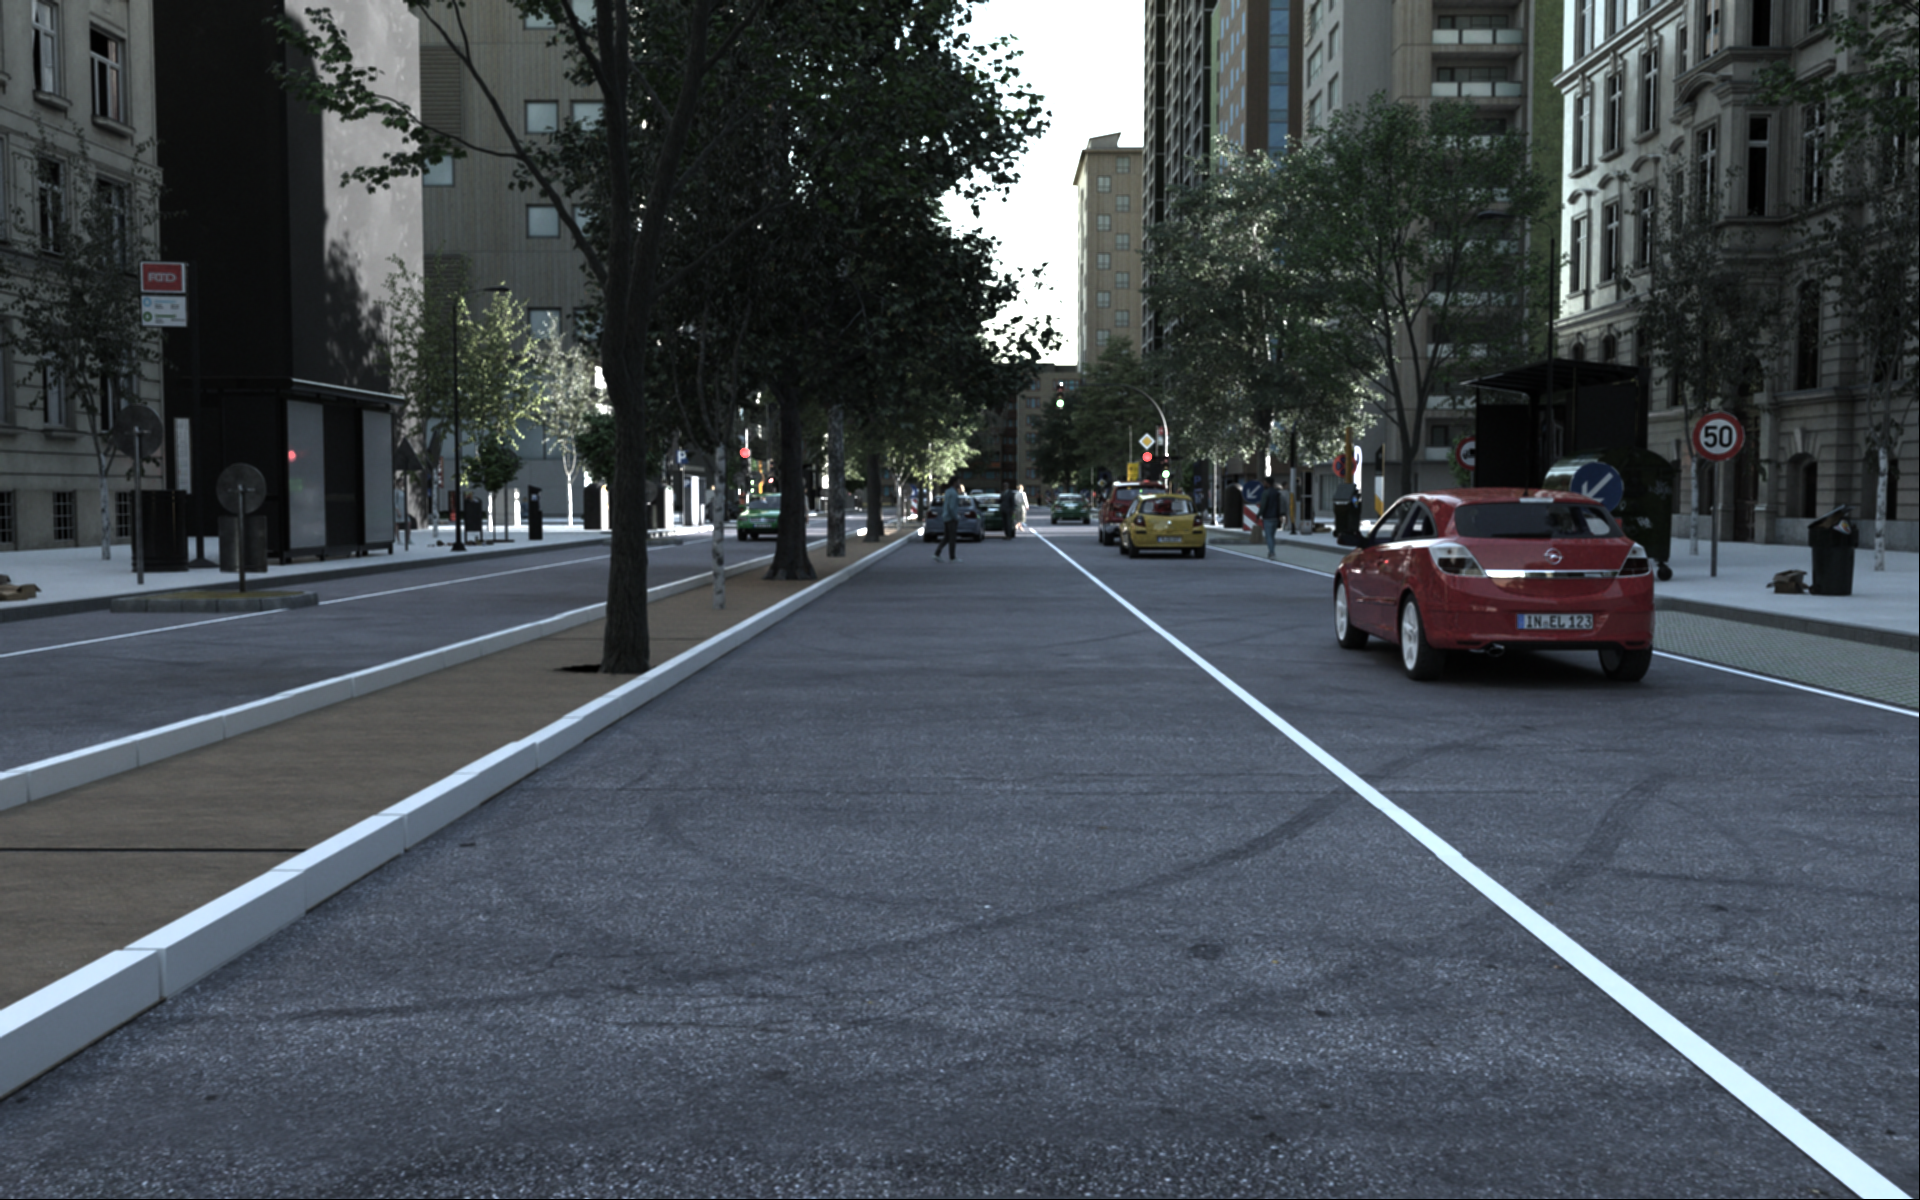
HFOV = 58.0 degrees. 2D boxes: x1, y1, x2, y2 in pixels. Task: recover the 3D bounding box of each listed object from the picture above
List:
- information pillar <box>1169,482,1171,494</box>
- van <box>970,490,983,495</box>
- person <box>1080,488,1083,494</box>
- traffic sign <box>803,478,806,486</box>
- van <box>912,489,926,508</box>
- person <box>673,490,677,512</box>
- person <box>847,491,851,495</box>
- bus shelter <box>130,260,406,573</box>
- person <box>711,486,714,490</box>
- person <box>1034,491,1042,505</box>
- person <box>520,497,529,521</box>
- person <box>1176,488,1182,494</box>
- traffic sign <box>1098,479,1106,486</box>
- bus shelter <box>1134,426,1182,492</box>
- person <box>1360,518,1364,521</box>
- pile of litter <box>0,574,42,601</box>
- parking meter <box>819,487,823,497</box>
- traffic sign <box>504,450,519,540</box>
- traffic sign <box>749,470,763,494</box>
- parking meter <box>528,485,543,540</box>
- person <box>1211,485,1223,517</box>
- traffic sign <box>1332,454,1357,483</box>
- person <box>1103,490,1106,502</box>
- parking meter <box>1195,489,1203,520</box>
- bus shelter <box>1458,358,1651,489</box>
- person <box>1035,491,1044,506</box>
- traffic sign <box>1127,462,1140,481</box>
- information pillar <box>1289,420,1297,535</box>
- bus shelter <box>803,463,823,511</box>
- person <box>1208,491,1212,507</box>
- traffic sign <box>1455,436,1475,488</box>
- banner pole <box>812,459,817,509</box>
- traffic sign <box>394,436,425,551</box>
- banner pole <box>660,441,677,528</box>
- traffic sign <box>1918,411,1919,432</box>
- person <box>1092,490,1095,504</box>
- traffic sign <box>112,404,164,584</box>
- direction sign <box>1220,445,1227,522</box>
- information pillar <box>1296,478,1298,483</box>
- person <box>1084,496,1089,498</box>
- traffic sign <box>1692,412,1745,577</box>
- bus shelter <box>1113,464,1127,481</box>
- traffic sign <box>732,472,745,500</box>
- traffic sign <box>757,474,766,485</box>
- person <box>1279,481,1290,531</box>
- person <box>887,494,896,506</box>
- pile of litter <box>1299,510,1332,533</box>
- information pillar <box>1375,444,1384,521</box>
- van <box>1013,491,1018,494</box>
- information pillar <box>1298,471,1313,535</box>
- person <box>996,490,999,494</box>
[{"bbox_3d":[12.615,-6.168,105.339,0.304,2.012,0.304,-1,4,-14],"label":"information pillar"},{"bbox_3d":[1.828,-11.019,187.177,2.013,2.044,4.112,0,4,0],"label":"van"},{"bbox_3d":[12.146,-10.069,170.534,0.599,1.838,0.709,-1,4,-9],"label":"person"},{"bbox_3d":[-11.773,-7.831,128.138,0.768,2.556,0.104,0,4,2],"label":"traffic sign"},{"bbox_3d":[-3.411,-8.708,149.389,2.013,2.044,4.112,0,4,2],"label":"van"},{"bbox_3d":[-20.123,-6.958,121.613,0.589,1.601,0.330,-3,5,-42],"label":"person"},{"bbox_3d":[-14.797,-13.604,229.157,0.721,1.739,1.217,-3,4,-39],"label":"person"},{"bbox_3d":[-12.950,-3.356,32.502,2.179,5.291,8.768,0,4,1],"label":"bus shelter"},{"bbox_3d":[-15.222,-6.170,107.132,0.699,1.804,1.509,0,4,3],"label":"person"},{"bbox_3d":[10.392,-13.533,229.705,1.348,1.831,0.705,-2,4,-34],"label":"person"},{"bbox_3d":[-21.177,-4.412,83.677,0.738,1.151,1.012,3,4,37],"label":"person"},{"bbox_3d":[14.907,-6.839,117.837,0.573,1.828,0.580,-1,4,-21],"label":"person"},{"bbox_3d":[11.920,-8.897,145.205,0.795,2.593,0.064,1,4,10],"label":"traffic sign"},{"bbox_3d":[11.271,-7.467,99.719,2.179,5.291,8.768,0,4,1],"label":"bus shelter"},{"bbox_3d":[18.415,-4.542,80.702,0.834,1.777,0.661,2,4,25],"label":"person"},{"bbox_3d":[-11.954,-0.448,21.283,1.176,0.858,1.719,-1,4,-18],"label":"pile of litter"},{"bbox_3d":[-11.088,-8.116,138.414,0.255,1.863,0.399,-3,5,-42],"label":"parking meter"},{"bbox_3d":[-12.652,-2.944,48.247,0.768,2.556,0.104,0,4,7],"label":"traffic sign"},{"bbox_3d":[-10.997,-5.694,93.206,0.768,2.556,0.104,0,4,5],"label":"traffic sign"},{"bbox_3d":[-11.897,-2.453,48.522,0.372,1.533,0.369,0,3,0],"label":"parking meter"},{"bbox_3d":[14.340,-5.534,96.790,0.678,1.792,0.850,3,5,44],"label":"person"},{"bbox_3d":[12.161,-3.345,54.791,0.768,2.556,0.104,1,4,10],"label":"traffic sign"},{"bbox_3d":[11.576,-8.003,138.705,0.330,1.601,0.589,2,4,32],"label":"person"},{"bbox_3d":[10.978,-4.354,79.596,0.372,1.533,0.369,0,3,0],"label":"parking meter"},{"bbox_3d":[11.153,-2.550,32.983,1.731,3.624,6.357,0,4,1],"label":"bus shelter"},{"bbox_3d":[9.287,-11.820,201.770,1.348,1.823,0.705,3,5,39],"label":"person"},{"bbox_3d":[11.729,-7.109,110.108,2.265,3.308,0.079,0,4,4],"label":"traffic sign"},{"bbox_3d":[10.575,-3.888,54.918,0.183,3.616,0.504,1,4,22],"label":"information pillar"},{"bbox_3d":[-11.699,-8.711,133.705,1.731,3.624,6.357,0,4,1],"label":"bus shelter"},{"bbox_3d":[17.054,-6.917,119.150,0.555,1.821,0.388,1,4,21],"label":"person"},{"bbox_3d":[11.239,-2.319,38.017,0.768,2.556,0.104,0,4,8],"label":"traffic sign"},{"bbox_3d":[-10.353,-8.189,123.907,0.401,3.779,0.863,-2,4,-33],"label":"banner pole"},{"bbox_3d":[-12.500,-2.388,39.052,0.884,2.594,0.081,0,4,5],"label":"traffic sign"},{"bbox_3d":[-11.062,-4.611,65.399,0.863,3.779,0.401,3,4,38],"label":"banner pole"},{"bbox_3d":[11.893,-1.269,20.851,0.768,2.556,0.104,1,4,8],"label":"traffic sign"},{"bbox_3d":[17.816,-13.745,230.742,0.705,1.831,1.348,1,4,20],"label":"person"},{"bbox_3d":[-11.657,-1.496,24.560,0.768,2.556,0.104,0,4,7],"label":"traffic sign"},{"bbox_3d":[12.061,-5.323,79.029,0.379,3.537,0.876,1,4,22],"label":"direction sign"},{"bbox_3d":[15.317,-4.566,79.141,0.304,2.012,0.304,-2,4,-31],"label":"information pillar"},{"bbox_3d":[15.621,-12.879,216.249,0.705,1.869,1.348,-3,5,-44],"label":"person"},{"bbox_3d":[11.727,-1.637,26.871,0.768,2.556,0.104,1,4,10],"label":"traffic sign"},{"bbox_3d":[12.895,-8.691,133.373,1.731,3.624,6.357,0,4,1],"label":"bus shelter"},{"bbox_3d":[-12.763,-6.110,100.010,0.768,2.556,0.104,0,4,5],"label":"traffic sign"},{"bbox_3d":[-12.224,-6.453,105.612,0.768,2.556,0.104,0,4,3],"label":"traffic sign"},{"bbox_3d":[11.252,-3.252,59.958,0.466,1.731,0.760,0,4,3],"label":"person"},{"bbox_3d":[-7.278,-10.802,185.629,1.217,1.766,0.721,-1,4,-21],"label":"person"},{"bbox_3d":[11.894,-2.688,57.911,1.176,0.858,1.719,2,4,31],"label":"pile of litter"},{"bbox_3d":[19.627,-5.483,81.001,0.183,3.616,0.504,-2,4,-31],"label":"information pillar"},{"bbox_3d":[7.204,-13.326,224.892,2.013,2.044,4.112,0,4,-1],"label":"van"},{"bbox_3d":[10.947,-3.071,54.704,0.304,2.012,0.304,0,4,-6],"label":"information pillar"},{"bbox_3d":[3.664,-9.690,166.865,0.705,1.831,1.348,-2,4,-35],"label":"person"}]
